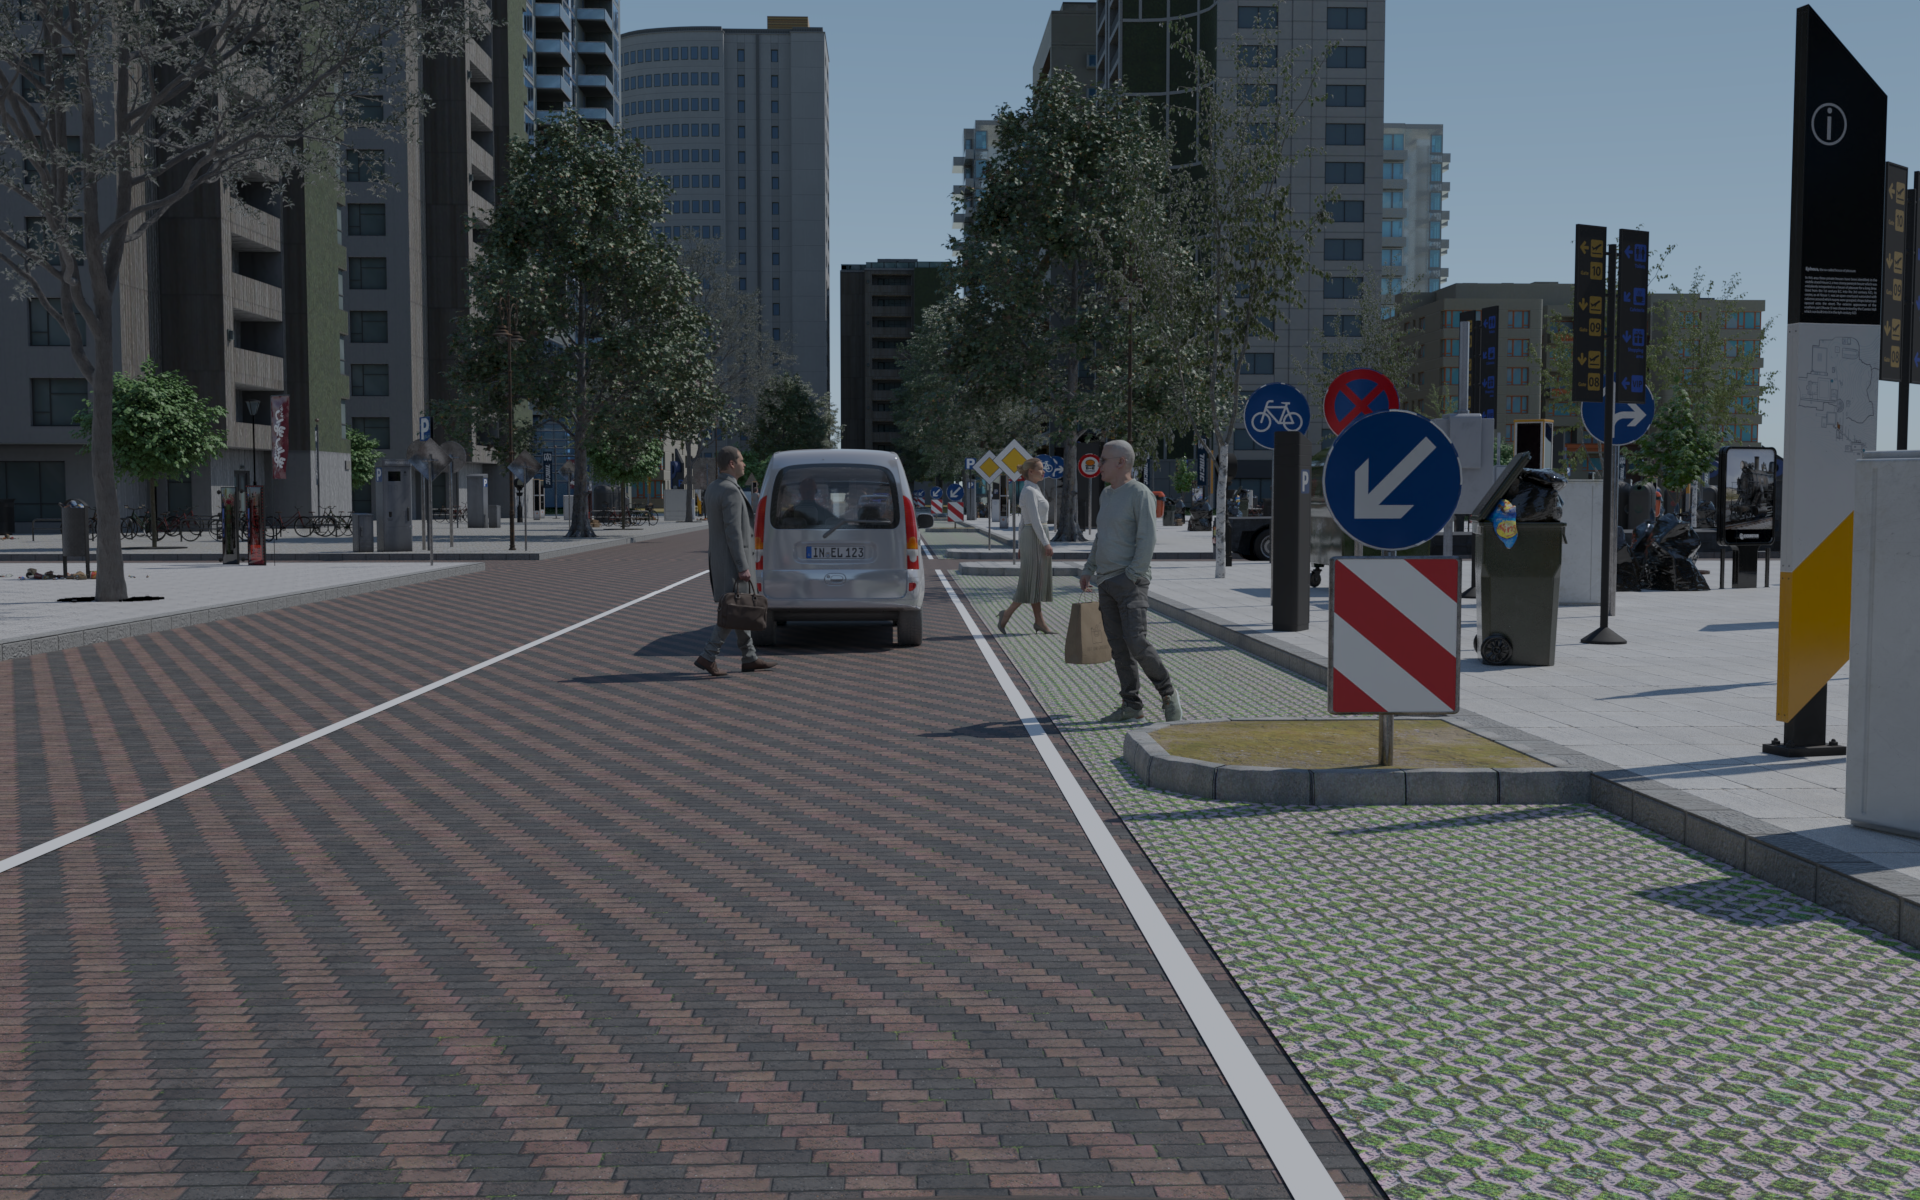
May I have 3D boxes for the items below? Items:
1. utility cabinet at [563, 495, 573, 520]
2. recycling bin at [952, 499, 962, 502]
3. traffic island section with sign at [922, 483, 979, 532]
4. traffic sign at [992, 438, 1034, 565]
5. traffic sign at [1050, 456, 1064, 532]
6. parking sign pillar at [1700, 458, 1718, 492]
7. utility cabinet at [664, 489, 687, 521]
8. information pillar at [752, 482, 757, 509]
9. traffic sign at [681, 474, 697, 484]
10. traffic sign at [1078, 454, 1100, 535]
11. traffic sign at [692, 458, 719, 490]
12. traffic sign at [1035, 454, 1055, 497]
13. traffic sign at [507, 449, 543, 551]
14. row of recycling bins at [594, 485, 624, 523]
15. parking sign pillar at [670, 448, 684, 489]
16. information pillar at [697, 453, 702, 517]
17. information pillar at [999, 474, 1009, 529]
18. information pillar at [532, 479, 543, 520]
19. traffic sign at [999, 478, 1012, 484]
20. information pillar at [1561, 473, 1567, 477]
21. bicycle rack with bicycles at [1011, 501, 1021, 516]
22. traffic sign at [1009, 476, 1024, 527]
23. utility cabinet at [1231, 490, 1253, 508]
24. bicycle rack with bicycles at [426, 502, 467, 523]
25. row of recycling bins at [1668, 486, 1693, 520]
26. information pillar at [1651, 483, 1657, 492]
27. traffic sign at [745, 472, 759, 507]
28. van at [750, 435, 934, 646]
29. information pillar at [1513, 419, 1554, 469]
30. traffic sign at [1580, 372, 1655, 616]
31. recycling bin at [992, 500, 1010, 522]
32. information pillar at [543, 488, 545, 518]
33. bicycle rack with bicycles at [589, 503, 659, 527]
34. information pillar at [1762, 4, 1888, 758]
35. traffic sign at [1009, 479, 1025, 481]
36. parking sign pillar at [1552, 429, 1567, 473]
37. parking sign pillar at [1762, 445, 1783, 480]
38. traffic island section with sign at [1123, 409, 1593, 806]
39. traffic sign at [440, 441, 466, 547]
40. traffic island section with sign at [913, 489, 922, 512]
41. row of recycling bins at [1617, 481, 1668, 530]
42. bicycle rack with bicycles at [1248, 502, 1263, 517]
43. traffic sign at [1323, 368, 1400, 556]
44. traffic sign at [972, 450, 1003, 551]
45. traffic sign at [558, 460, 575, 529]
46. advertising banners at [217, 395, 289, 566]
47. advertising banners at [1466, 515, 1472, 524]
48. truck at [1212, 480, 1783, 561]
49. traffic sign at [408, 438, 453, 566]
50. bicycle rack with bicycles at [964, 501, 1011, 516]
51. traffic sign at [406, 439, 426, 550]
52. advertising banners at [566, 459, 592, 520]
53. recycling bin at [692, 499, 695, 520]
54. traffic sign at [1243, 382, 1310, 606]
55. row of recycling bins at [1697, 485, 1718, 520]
[{"bbox_3d":[-18.862,-4.500,84.733,1.020,1.237,0.306,-1,4,-21],"label":"utility cabinet"},{"bbox_3d":[-0.041,-6.008,110.789,0.722,1.027,0.722,3,4,39],"label":"recycling bin"},{"bbox_3d":[-0.307,-3.454,65.098,1.989,1.847,2.006,0,4,-2],"label":"traffic island section with sign"},{"bbox_3d":[0.980,-1.694,31.345,0.795,2.450,0.064,0,4,-2],"label":"traffic sign"},{"bbox_3d":[3.202,-3.541,57.998,0.768,2.556,0.104,0,4,7],"label":"traffic sign"},{"bbox_3d":[42.884,-6.736,98.613,1.447,3.967,1.447,-3,4,-37],"label":"parking sign pillar"},{"bbox_3d":[-13.374,-4.471,81.781,1.173,1.500,0.318,-2,4,-24],"label":"utility cabinet"},{"bbox_3d":[-12.143,-5.984,102.322,0.304,2.012,0.304,-1,4,-13],"label":"information pillar"},{"bbox_3d":[-14.813,-5.791,94.686,0.884,2.594,0.081,0,4,7],"label":"traffic sign"},{"bbox_3d":[4.091,-3.325,54.476,0.768,2.556,0.104,0,4,7],"label":"traffic sign"},{"bbox_3d":[-13.788,-6.286,96.646,2.265,3.308,0.079,0,4,1],"label":"traffic sign"},{"bbox_3d":[2.664,-3.383,55.424,0.768,2.556,0.104,0,4,2],"label":"traffic sign"},{"bbox_3d":[-9.770,-2.159,38.937,0.795,2.450,0.064,0,4,-2],"label":"traffic sign"},{"bbox_3d":[-15.910,-4.384,78.787,1.069,1.692,3.534,0,4,0],"label":"row of recycling bins"},{"bbox_3d":[-16.578,-6.921,101.631,1.447,3.967,1.447,-2,4,-27],"label":"parking sign pillar"},{"bbox_3d":[-14.798,-6.537,98.236,0.183,3.616,0.504,-2,4,-24],"label":"information pillar"},{"bbox_3d":[1.638,-3.656,64.270,0.304,2.012,0.304,1,4,12],"label":"information pillar"},{"bbox_3d":[-20.824,-4.932,85.135,0.304,2.012,0.304,-1,4,-22],"label":"information pillar"},{"bbox_3d":[2.588,-5.918,96.867,0.768,2.556,0.104,0,4,0],"label":"traffic sign"},{"bbox_3d":[20.851,-3.400,60.084,0.304,2.012,0.304,3,4,37],"label":"information pillar"},{"bbox_3d":[5.076,-5.906,109.937,2.852,0.926,2.925,1,4,14],"label":"bicycle rack with bicycles"},{"bbox_3d":[2.084,-4.154,67.925,0.884,2.594,0.081,0,4,1],"label":"traffic sign"},{"bbox_3d":[15.487,-5.296,95.270,1.173,1.500,0.318,1,4,15],"label":"utility cabinet"},{"bbox_3d":[-22.539,-3.956,78.060,2.852,0.926,2.925,3,5,41],"label":"bicycle rack with bicycles"},{"bbox_3d":[34.688,-4.797,85.551,3.534,1.692,1.069,0,4,4],"label":"row of recycling bins"},{"bbox_3d":[30.009,-4.321,75.145,0.304,2.012,0.304,-2,4,-26],"label":"information pillar"},{"bbox_3d":[-12.459,-6.337,103.611,0.884,2.594,0.081,0,4,8],"label":"traffic sign"},{"bbox_3d":[-1.247,-0.654,17.701,2.013,2.044,4.112,0,4,-3],"label":"van"},{"bbox_3d":[5.674,-0.777,17.192,0.304,2.012,0.304,2,4,35],"label":"information pillar"},{"bbox_3d":[6.857,-1.104,18.154,0.768,2.556,0.104,0,4,1],"label":"traffic sign"},{"bbox_3d":[1.868,-4.082,79.296,0.722,1.027,0.722,1,4,12],"label":"recycling bin"},{"bbox_3d":[-22.040,-5.290,90.986,0.304,2.012,0.304,3,4,38],"label":"information pillar"},{"bbox_3d":[-13.510,-3.448,69.756,2.925,0.926,2.852,-2,4,-35],"label":"bicycle rack with bicycles"},{"bbox_3d":[4.249,-1.046,8.464,0.504,3.616,0.183,-1,4,-14],"label":"information pillar"},{"bbox_3d":[2.202,-4.296,70.241,0.884,2.594,0.081,0,4,4],"label":"traffic sign"},{"bbox_3d":[24.591,-5.119,72.163,1.447,3.967,1.447,3,5,45],"label":"parking sign pillar"},{"bbox_3d":[44.515,-6.497,94.700,1.447,3.967,1.447,1,4,16],"label":"parking sign pillar"},{"bbox_3d":[1.886,-0.015,8.867,1.989,1.847,2.006,0,4,-2],"label":"traffic island section with sign"},{"bbox_3d":[-12.290,-2.550,41.798,0.768,2.556,0.104,0,4,6],"label":"traffic sign"},{"bbox_3d":[-1.378,-5.123,92.384,1.989,1.847,2.006,0,4,-2],"label":"traffic island section with sign"},{"bbox_3d":[20.608,-2.945,55.261,1.069,1.692,3.534,-2,4,-32],"label":"row of recycling bins"},{"bbox_3d":[13.812,-4.074,79.999,2.925,0.926,2.852,-1,4,-18],"label":"bicycle rack with bicycles"},{"bbox_3d":[4.055,-1.069,17.578,0.768,2.556,0.104,0,4,4],"label":"traffic sign"},{"bbox_3d":[0.667,-2.182,39.324,0.795,2.450,0.064,0,4,-2],"label":"traffic sign"},{"bbox_3d":[-13.138,-3.490,58.239,0.795,2.450,0.064,0,4,4],"label":"traffic sign"},{"bbox_3d":[-12.664,-2.134,31.075,2.074,3.025,0.090,2,4,32],"label":"advertising banners"},{"bbox_3d":[22.358,-4.846,75.425,2.074,3.025,0.090,-3,5,-41],"label":"advertising banners"},{"bbox_3d":[14.735,-2.799,35.525,18.799,4.110,2.967,0,4,0],"label":"truck"},{"bbox_3d":[-9.457,-1.671,30.958,0.795,2.450,0.064,0,4,-2],"label":"traffic sign"},{"bbox_3d":[1.191,-5.605,105.022,2.925,0.926,2.852,-1,4,-10],"label":"bicycle rack with bicycles"},{"bbox_3d":[-12.299,-2.420,39.669,0.768,2.556,0.104,0,4,1],"label":"traffic sign"},{"bbox_3d":[-18.707,-5.551,86.952,2.074,3.025,0.090,0,4,-4],"label":"advertising banners"},{"bbox_3d":[-13.811,-4.571,87.282,0.722,1.027,0.722,-2,4,-29],"label":"recycling bin"},{"bbox_3d":[3.613,-1.207,19.844,0.768,2.556,0.104,0,4,-1],"label":"traffic sign"},{"bbox_3d":[36.331,-4.516,80.949,1.069,1.692,3.534,-3,4,-36],"label":"row of recycling bins"}]
